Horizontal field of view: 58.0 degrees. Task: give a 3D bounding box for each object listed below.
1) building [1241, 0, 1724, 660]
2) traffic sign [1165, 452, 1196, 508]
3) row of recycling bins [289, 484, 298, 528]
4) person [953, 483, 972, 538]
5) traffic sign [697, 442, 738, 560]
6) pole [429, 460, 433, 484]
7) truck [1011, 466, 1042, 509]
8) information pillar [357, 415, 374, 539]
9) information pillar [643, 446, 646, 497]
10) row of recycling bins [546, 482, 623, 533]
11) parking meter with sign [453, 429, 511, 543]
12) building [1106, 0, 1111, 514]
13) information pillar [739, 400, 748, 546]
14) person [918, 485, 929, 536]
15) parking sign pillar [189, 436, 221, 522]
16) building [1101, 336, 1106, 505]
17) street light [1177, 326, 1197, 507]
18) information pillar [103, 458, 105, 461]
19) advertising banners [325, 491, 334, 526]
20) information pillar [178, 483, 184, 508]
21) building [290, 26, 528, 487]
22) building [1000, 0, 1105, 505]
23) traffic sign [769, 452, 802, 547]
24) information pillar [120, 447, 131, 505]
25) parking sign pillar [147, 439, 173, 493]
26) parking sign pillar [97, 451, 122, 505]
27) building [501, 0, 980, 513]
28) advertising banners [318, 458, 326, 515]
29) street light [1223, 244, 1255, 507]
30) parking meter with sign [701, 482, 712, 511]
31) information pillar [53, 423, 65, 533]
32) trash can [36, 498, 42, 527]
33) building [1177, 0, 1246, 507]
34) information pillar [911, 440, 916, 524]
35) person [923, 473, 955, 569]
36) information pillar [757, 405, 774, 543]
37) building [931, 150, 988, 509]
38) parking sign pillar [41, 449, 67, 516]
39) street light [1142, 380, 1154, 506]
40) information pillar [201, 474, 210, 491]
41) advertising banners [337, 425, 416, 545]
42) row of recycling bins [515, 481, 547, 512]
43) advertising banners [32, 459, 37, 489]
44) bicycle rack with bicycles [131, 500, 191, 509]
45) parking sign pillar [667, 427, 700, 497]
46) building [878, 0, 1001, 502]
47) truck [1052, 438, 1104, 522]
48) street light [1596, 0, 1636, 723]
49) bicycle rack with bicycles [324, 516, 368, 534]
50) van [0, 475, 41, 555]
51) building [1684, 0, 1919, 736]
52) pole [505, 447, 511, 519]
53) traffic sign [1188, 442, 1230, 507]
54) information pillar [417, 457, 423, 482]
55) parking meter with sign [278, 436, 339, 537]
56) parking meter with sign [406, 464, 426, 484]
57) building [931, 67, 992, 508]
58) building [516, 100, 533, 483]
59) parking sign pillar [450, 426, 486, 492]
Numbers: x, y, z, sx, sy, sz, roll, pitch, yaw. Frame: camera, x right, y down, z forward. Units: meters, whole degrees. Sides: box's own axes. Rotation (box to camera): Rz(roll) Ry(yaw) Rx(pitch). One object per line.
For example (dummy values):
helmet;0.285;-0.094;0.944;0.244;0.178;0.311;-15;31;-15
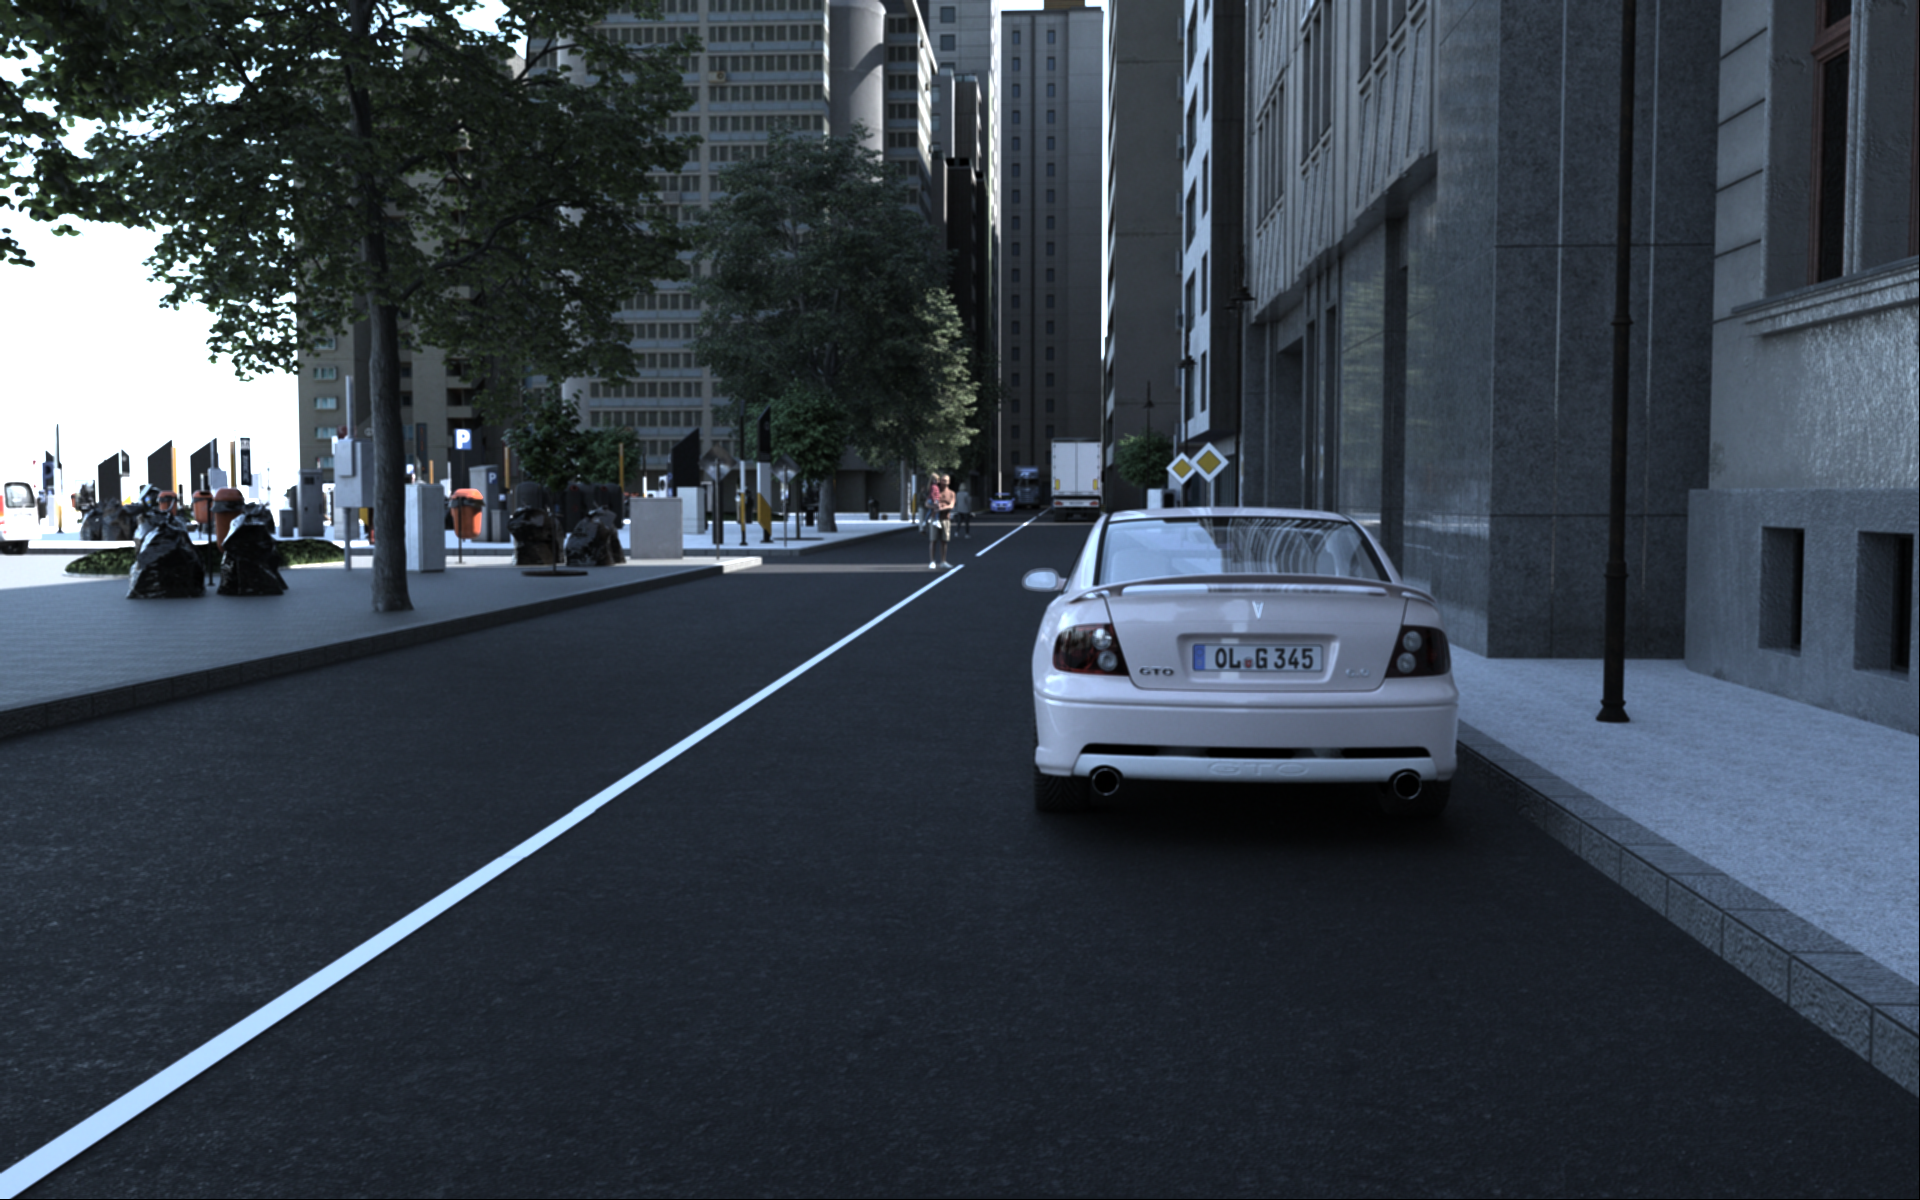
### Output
building;10.748;-12.492;22.274;12.078;24.808;19.932;0;4;4
traffic sign;5.264;-2.291;41.093;0.795;2.450;0.064;0;4;4
row of recycling bins;-25.595;-3.701;67.625;1.069;1.692;3.534;-1;4;-18
person;0.028;-2.898;56.070;0.709;1.800;0.728;2;4;35
traffic sign;-4.724;-1.842;33.754;0.795;2.450;0.064;0;4;4
pole;-31.998;-6.789;104.840;0.158;3.312;0.155;0;3;0
truck;6.696;-11.126;171.665;2.967;4.110;18.799;0;4;3
information pillar;-17.093;-3.585;49.971;0.504;3.616;0.183;0;4;-5
information pillar;-15.225;-5.645;83.650;0.183;3.616;0.504;0;4;-4
row of recycling bins;-13.352;-3.384;62.440;1.069;1.692;3.534;1;4;20
parking meter with sign;-12.658;-3.044;46.023;1.738;3.016;0.543;2;4;34
building;19.460;-29.161;100.490;21.300;48.544;21.600;0;4;4
information pillar;-5.399;-3.163;43.063;0.183;3.616;0.504;0;4;-3
person;-1.248;-3.106;59.825;0.362;1.759;0.519;1;4;21
parking sign pillar;-35.344;-5.668;81.138;1.447;3.967;1.447;0;4;0
building;32.079;-22.448;212.057;28.899;21.520;27.650;0;4;4
street light;6.243;-4.587;47.789;0.468;5.910;1.993;0;4;4
information pillar;-55.223;-7.380;112.014;0.504;3.616;0.183;3;5;41
advertising banners;-25.002;-4.547;70.527;0.090;3.025;2.074;1;4;19
information pillar;-53.663;-7.025;119.342;0.304;2.012;0.304;-1;4;-12
building;-56.325;-34.341;185.180;21.600;48.544;21.300;0;4;4
building;3.054;-40.838;209.700;28.212;58.520;21.231;0;4;4
traffic sign;-4.210;-2.329;41.723;0.795;2.450;0.064;0;4;4
information pillar;-41.895;-5.849;86.985;0.183;3.616;0.504;2;4;31
parking sign pillar;-38.885;-5.868;84.407;1.447;3.967;1.447;0;4;5
parking sign pillar;-52.962;-7.302;107.857;1.447;3.967;1.447;-1;4;-13
building;-14.918;-26.787;129.854;32.217;40.220;23.993;0;4;4
advertising banners;-31.059;-5.390;84.318;0.090;3.025;2.074;-1;4;-10
street light;5.173;-3.638;32.261;0.468;5.910;1.993;0;4;4
parking meter with sign;-16.296;-7.042;111.397;1.738;3.016;0.543;-1;4;-9
information pillar;-29.781;-4.025;57.161;0.183;3.616;0.504;-3;5;-41
trash can;-34.713;-3.248;64.756;0.748;1.137;0.748;0;3;0
building;13.305;-16.773;45.943;14.107;30.474;14.160;0;4;4
information pillar;-1.983;-5.089;74.564;0.183;3.616;0.504;-1;4;-11
person;-0.423;-1.526;33.429;0.573;1.828;0.580;2;4;33
information pillar;-5.128;-3.306;45.407;0.183;3.616;0.504;2;4;32
building;-4.983;-23.058;148.703;14.160;30.474;14.107;0;4;4
parking sign pillar;-54.369;-7.052;103.765;1.447;3.967;1.447;1;4;22
street light;7.649;-5.969;70.376;0.468;5.910;1.993;0;4;4
information pillar;-27.665;-3.616;63.615;0.304;2.012;0.304;-2;4;-35
advertising banners;-14.698;-2.907;43.724;2.074;3.025;0.090;0;4;6
row of recycling bins;-16.003;-3.683;67.329;1.069;1.692;3.534;-3;4;-38
advertising banners;-46.607;-5.532;86.641;0.090;3.025;2.074;0;4;-4
bicycle rack with bicycles;-47.563;-5.407;101.786;2.925;0.926;2.852;1;4;15
parking sign pillar;-11.098;-4.957;69.520;1.447;3.967;1.447;-3;5;-43
building;-6.387;-45.505;182.251;20.611;71.187;20.563;0;4;4
truck;6.258;-6.305;92.002;2.839;4.237;11.283;0;4;5
street light;3.693;-2.253;9.620;0.468;5.910;1.993;0;4;4
bicycle rack with bicycles;-20.089;-2.606;55.991;2.852;0.926;2.925;0;4;-8
van;-23.135;-1.966;39.161;4.112;2.044;2.013;0;4;2
building;10.790;-13.024;0.334;14.401;28.519;23.554;0;4;4
pole;-19.491;-4.941;74.634;0.158;3.312;0.155;0;3;0
traffic sign;4.749;-1.803;33.125;0.795;2.450;0.064;0;4;4
information pillar;-34.042;-7.206;109.179;0.504;3.616;0.183;3;5;40
parking meter with sign;-19.463;-3.397;51.799;1.738;3.016;0.543;-3;4;-36
parking meter with sign;-32.057;-6.520;102.855;0.543;3.016;1.738;1;4;22
building;-4.368;-29.297;162.597;14.154;41.232;14.086;0;4;4
building;-31.187;-32.317;183.008;28.867;44.769;22.147;0;4;4
parking sign pillar;-19.462;-4.898;68.560;1.447;3.967;1.447;0;4;5
